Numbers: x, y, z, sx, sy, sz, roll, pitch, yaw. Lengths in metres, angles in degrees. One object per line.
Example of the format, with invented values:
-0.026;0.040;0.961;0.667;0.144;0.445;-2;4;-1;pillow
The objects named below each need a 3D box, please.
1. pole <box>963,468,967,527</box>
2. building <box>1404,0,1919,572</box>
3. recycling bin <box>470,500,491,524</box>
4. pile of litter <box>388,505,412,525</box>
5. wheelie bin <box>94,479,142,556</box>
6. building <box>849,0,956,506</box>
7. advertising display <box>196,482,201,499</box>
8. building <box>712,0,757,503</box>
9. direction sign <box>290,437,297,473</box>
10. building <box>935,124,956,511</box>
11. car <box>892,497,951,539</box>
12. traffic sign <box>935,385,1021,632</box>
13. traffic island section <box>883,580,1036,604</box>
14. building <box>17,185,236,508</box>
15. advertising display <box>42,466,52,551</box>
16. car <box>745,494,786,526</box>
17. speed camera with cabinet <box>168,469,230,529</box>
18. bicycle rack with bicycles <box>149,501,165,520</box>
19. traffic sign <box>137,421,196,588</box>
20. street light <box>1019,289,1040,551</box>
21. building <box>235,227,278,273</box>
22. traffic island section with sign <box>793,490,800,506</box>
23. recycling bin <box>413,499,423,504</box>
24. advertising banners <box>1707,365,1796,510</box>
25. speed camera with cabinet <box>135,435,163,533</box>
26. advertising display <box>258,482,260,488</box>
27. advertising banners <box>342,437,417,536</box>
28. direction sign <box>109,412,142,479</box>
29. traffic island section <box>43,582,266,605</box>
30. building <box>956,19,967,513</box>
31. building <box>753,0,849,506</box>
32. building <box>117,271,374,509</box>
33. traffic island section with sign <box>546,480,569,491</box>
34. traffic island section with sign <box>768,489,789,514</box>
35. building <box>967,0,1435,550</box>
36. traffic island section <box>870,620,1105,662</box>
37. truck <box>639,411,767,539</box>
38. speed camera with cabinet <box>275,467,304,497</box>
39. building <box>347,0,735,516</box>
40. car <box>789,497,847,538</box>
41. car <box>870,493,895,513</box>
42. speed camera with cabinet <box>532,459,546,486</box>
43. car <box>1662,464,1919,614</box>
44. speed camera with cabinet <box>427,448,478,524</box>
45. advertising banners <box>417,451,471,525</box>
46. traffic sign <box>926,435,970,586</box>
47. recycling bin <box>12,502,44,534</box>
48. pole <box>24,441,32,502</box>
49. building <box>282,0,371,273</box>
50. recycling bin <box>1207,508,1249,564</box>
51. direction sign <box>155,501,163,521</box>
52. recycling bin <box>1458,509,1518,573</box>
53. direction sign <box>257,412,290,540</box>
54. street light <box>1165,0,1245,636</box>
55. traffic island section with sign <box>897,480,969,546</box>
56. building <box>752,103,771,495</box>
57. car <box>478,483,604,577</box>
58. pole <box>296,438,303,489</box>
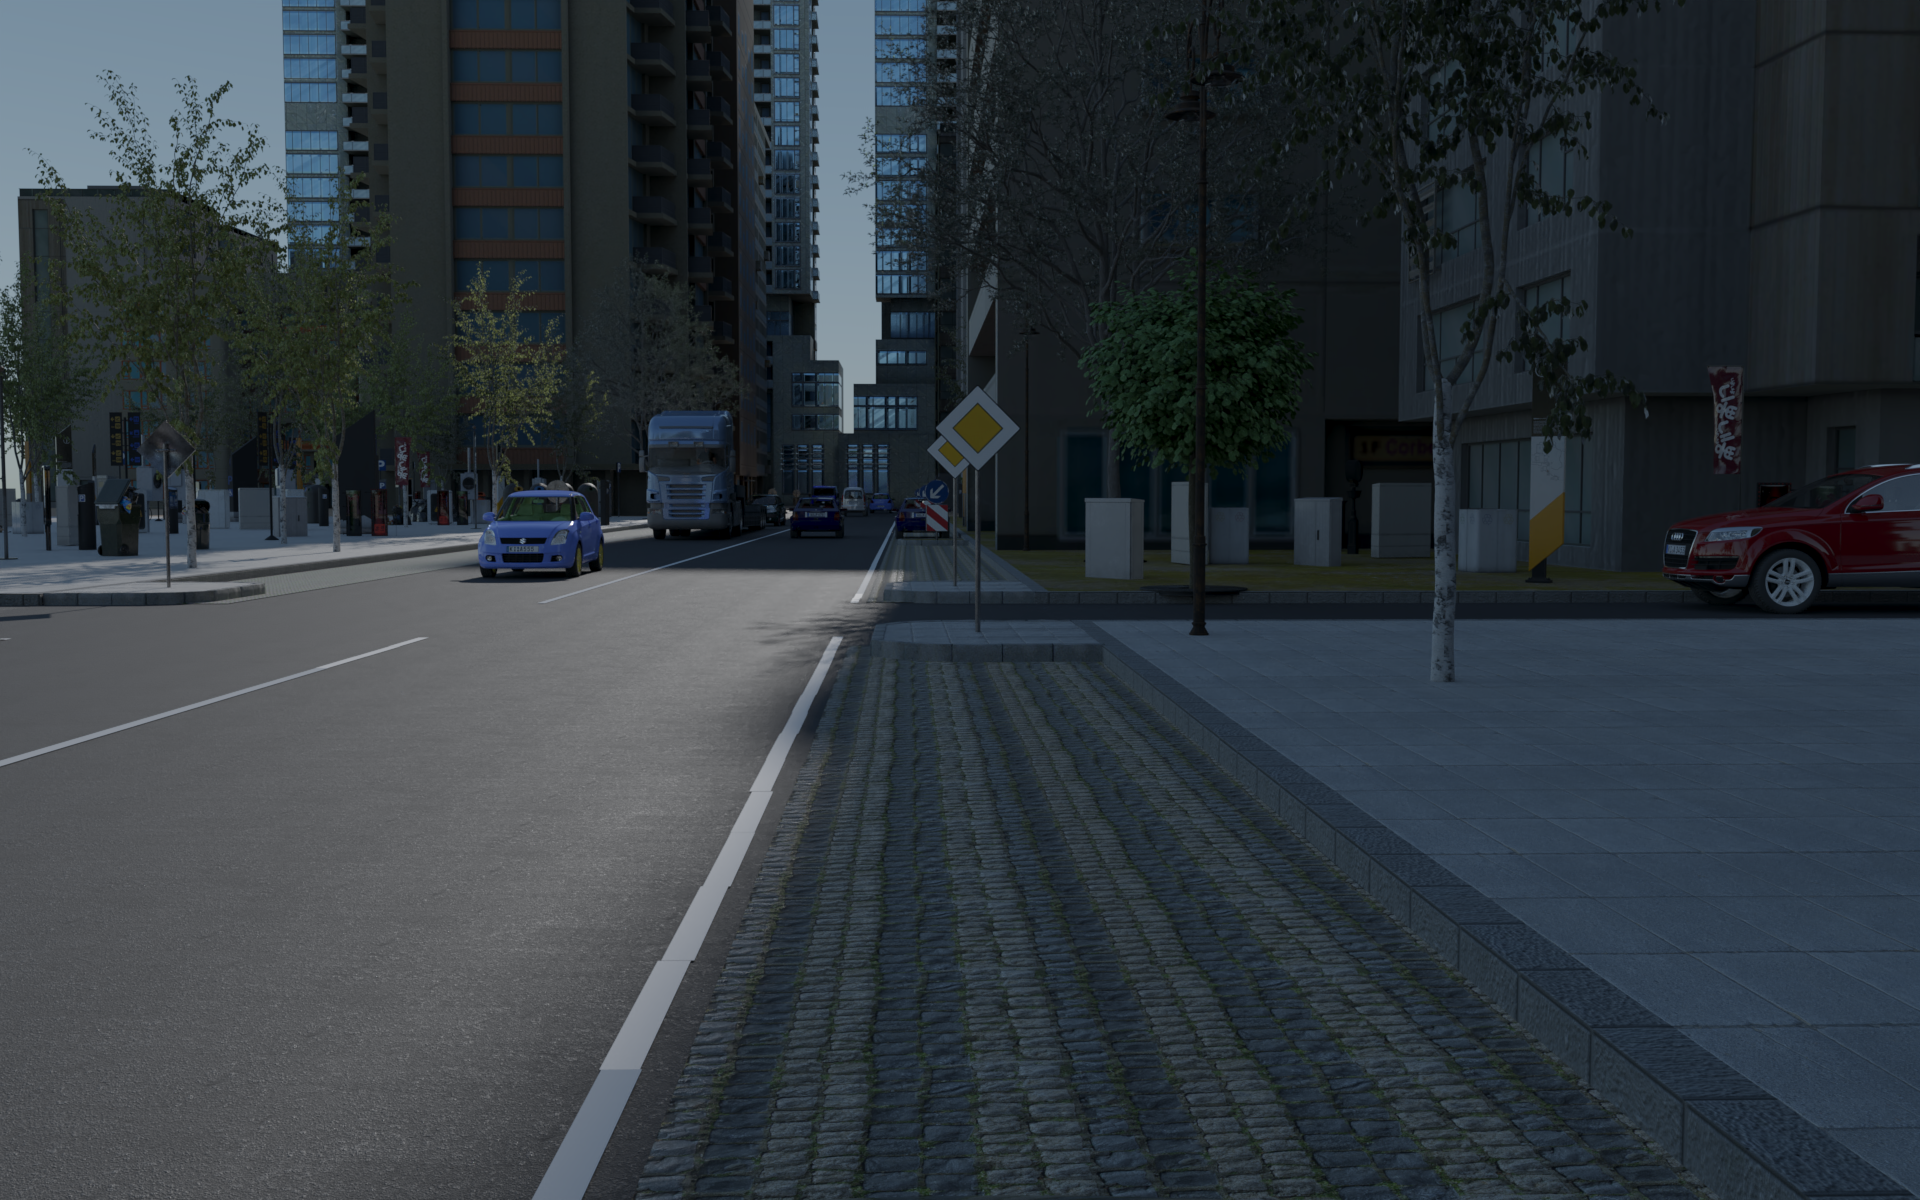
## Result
0.208;-4.549;68.224;0.158;3.312;0.155;0;3;0;pole
16.755;-21.221;30.562;14.086;41.232;14.154;0;4;-2;building
-20.678;-3.801;74.695;0.722;1.027;0.722;0;4;-4;recycling bin
-23.402;-3.518;71.486;1.719;0.858;1.176;-3;4;-37;pile of litter
-17.460;-1.714;35.933;0.980;1.594;0.693;1;4;20;wheelie bin
2.331;-53.789;192.125;31.000;86.520;22.319;0;4;-2;building
-39.998;-5.235;90.808;0.123;1.923;0.974;-3;5;-43;advertising display
-23.427;-29.608;134.203;14.600;45.320;14.200;0;4;-2;building
-26.861;-4.719;69.146;0.876;3.537;0.379;-2;4;-35;direction sign
5.234;-22.418;138.237;14.160;30.474;14.107;0;4;-2;building
-1.239;-2.658;56.044;1.945;1.354;3.894;0;4;-3;car
0.163;-0.758;16.036;0.795;2.450;0.064;0;4;-2;traffic sign
-0.048;-0.111;24.096;2.009;0.180;2.903;0;4;-2;traffic island section
-79.467;-24.118;166.035;14.107;30.474;14.160;0;4;-2;building
-20.813;-2.096;39.485;0.123;1.923;0.974;-2;4;-30;advertising display
-8.848;-4.168;77.934;2.009;1.686;4.222;0;4;0;car
-28.209;-4.270;64.149;2.038;3.252;0.660;-1;4;-9;speed camera with cabinet
-39.691;-4.368;84.796;2.852;0.926;2.925;-2;4;-31;bicycle rack with bicycles
-10.862;-1.228;23.723;0.795;2.450;0.064;0;4;-2;traffic sign
1.502;-4.046;38.932;0.468;5.910;1.993;0;4;-2;street light
-82.812;-25.403;187.033;14.107;30.474;14.160;0;4;-2;building
-14.351;-8.810;152.663;1.989;1.847;2.006;0;4;-2;traffic island section with sign
-26.253;-4.322;83.219;0.722;1.027;0.722;0;4;-4;recycling bin
11.174;-1.683;23.702;2.074;3.025;0.090;0;4;-5;advertising banners
-27.065;-3.840;57.113;0.660;3.252;2.038;0;4;2;speed camera with cabinet
-37.826;-5.381;93.187;0.123;1.923;0.974;0;4;-7;advertising display
-17.729;-3.459;52.740;2.074;3.025;0.090;0;4;-7;advertising banners
-23.077;-3.422;47.953;0.876;3.537;0.379;0;4;5;direction sign
-10.885;-0.092;23.784;2.009;0.180;2.903;0;4;-2;traffic island section
10.249;-35.111;116.068;21.231;58.520;28.212;0;4;-2;building
-28.653;-53.730;191.152;31.000;86.520;22.319;0;4;-2;building
-56.776;-19.259;159.931;28.899;21.520;27.650;0;4;-2;building
-11.283;-2.432;48.386;1.989;1.847;2.006;0;4;-2;traffic island section with sign
-13.556;-7.162;125.719;1.989;1.847;2.006;0;4;-2;traffic island section with sign
11.186;-26.004;48.872;21.300;48.544;21.600;0;4;-2;building
0.186;0.377;16.114;2.009;0.180;2.903;0;4;-2;traffic island section
-8.761;-4.404;61.770;2.967;4.110;18.799;0;4;-2;truck
-23.758;-4.103;61.423;0.660;3.252;2.038;-2;4;-32;speed camera with cabinet
-26.550;-27.990;112.256;22.147;44.769;28.867;0;4;-2;building
-4.715;-2.745;57.462;1.945;1.354;3.894;0;4;-3;car
-5.895;-7.400;130.576;1.945;1.707;3.694;0;3;0;car
-23.221;-6.367;98.441;2.038;3.252;0.660;0;4;1;speed camera with cabinet
11.519;-0.790;21.585;5.304;1.827;2.281;0;4;0;car
-21.540;-4.843;73.512;2.038;3.252;0.660;-1;4;-12;speed camera with cabinet
-21.173;-4.577;71.016;2.074;3.025;0.090;-1;4;-15;advertising banners
-0.072;-1.246;24.018;0.795;2.450;0.064;0;4;-2;traffic sign
-30.180;-2.662;56.076;0.722;1.027;0.722;3;5;39;recycling bin
-36.023;-4.474;66.997;0.158;3.312;0.155;0;3;0;pole
-60.397;-53.682;190.373;31.000;86.520;22.319;0;4;-2;building
4.923;-1.184;31.919;0.722;1.027;0.722;0;4;2;recycling bin
-37.748;-5.473;81.485;0.379;3.537;0.876;-1;4;-14;direction sign
8.690;-0.977;28.524;0.722;1.027;0.722;-1;4;-8;recycling bin
-19.156;-3.431;48.099;0.379;3.537;0.876;1;4;19;direction sign
2.175;-2.618;15.589;0.468;5.910;1.993;0;4;-2;street light
-0.767;-2.450;48.684;1.989;1.847;2.006;0;4;-2;traffic island section with sign
-29.751;-28.488;157.656;23.993;40.220;32.217;0;4;-2;building
-7.445;-1.305;30.932;1.945;1.707;3.694;0;4;-3;car
-24.015;-4.230;63.010;0.158;3.312;0.155;0;3;0;pole
